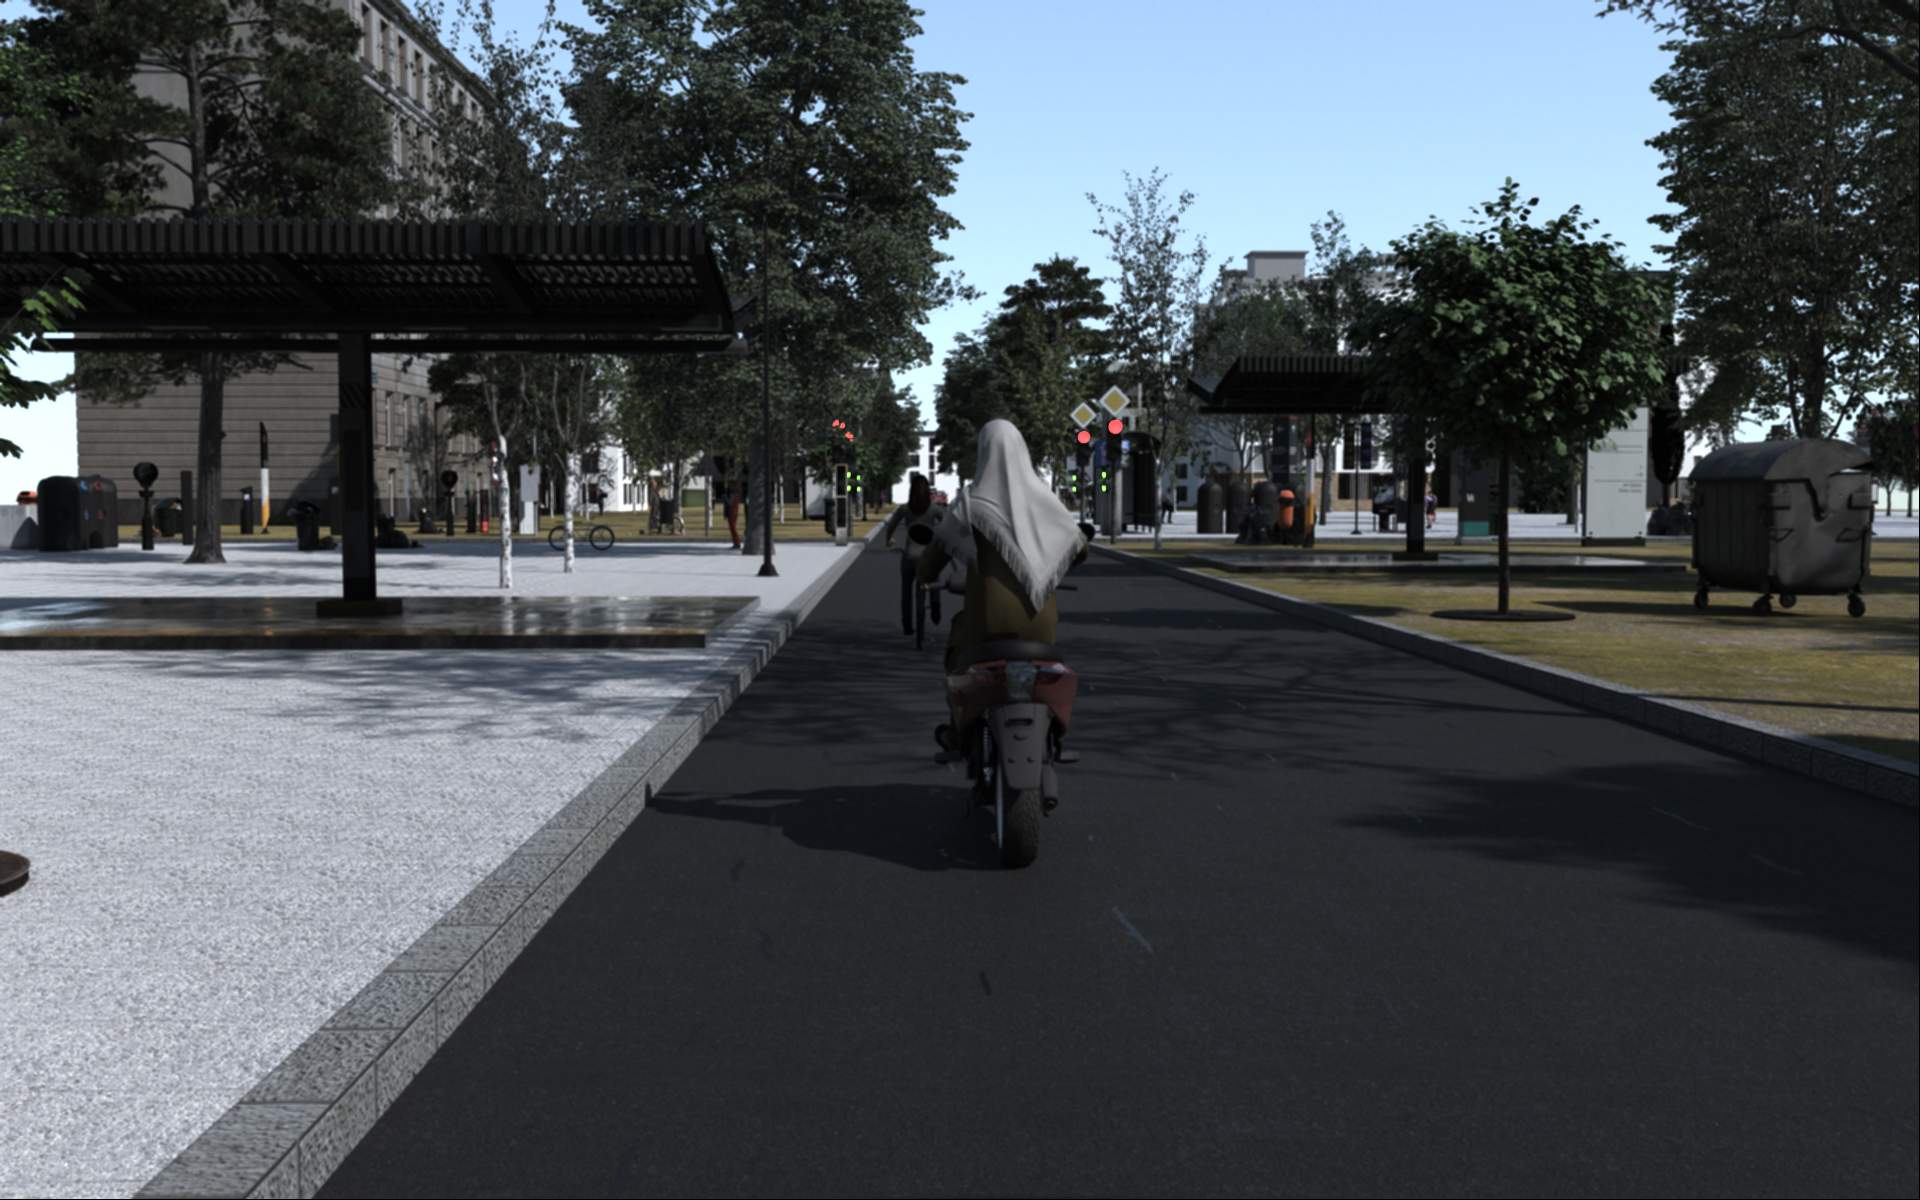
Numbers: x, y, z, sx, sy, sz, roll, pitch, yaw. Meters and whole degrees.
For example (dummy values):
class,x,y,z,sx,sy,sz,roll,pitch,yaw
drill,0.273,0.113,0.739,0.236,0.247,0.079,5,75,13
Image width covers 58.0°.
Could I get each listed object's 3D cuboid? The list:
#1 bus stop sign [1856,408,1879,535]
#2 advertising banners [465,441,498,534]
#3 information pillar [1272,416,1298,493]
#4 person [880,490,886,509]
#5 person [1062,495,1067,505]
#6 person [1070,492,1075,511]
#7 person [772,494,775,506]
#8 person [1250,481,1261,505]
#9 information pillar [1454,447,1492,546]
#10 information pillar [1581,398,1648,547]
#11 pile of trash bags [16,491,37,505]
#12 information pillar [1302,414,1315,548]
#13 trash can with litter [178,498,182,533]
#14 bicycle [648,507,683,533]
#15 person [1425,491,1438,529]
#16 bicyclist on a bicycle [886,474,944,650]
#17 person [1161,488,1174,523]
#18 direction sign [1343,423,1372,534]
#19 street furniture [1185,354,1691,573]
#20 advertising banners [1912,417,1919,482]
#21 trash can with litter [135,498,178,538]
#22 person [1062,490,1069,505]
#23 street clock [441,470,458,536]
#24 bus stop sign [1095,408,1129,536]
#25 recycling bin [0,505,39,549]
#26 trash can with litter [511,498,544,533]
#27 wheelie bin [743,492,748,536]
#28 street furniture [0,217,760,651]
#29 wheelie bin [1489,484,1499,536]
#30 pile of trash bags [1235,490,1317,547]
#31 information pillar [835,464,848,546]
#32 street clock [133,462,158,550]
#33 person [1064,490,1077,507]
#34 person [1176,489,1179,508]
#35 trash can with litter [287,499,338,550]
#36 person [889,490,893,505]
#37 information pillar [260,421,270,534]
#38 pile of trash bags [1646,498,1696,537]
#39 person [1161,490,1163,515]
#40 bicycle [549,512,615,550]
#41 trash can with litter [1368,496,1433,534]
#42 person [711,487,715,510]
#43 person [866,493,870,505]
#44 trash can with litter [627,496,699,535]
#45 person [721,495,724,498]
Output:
class,x,y,z,sx,sy,sz,roll,pitch,yaw
bus stop sign,28.282,-3.996,54.044,0.416,3.939,0.855,-1,4,-16
advertising banners,-15.638,-3.709,56.826,0.090,3.025,2.074,1,4,17
information pillar,10.888,-4.204,58.108,0.750,3.857,0.750,3,4,37
person,-6.845,-8.833,151.138,0.721,1.739,1.217,-3,4,-36
person,12.950,-12.309,209.889,1.348,1.807,0.705,-2,4,-31
person,8.533,-7.480,131.581,0.421,1.427,0.697,0,4,5
person,-19.573,-10.574,182.110,0.799,1.438,0.628,3,5,44
person,10.216,-3.198,59.154,0.655,1.722,0.431,0,4,4
information pillar,12.825,-3.291,43.188,0.750,3.857,0.750,0,4,3
information pillar,15.940,-3.109,42.142,1.656,3.620,0.184,-1,4,-13
pile of trash bags,-29.988,-2.658,53.212,3.447,1.369,1.912,0,4,2
information pillar,8.287,-3.039,41.044,0.183,3.616,0.504,0,4,-5
trash can with litter,-25.421,-2.738,56.159,0.624,1.170,1.055,-1,4,-9
bicycle,-9.388,-2.575,55.327,1.543,0.972,0.635,2,4,33
person,17.320,-3.370,64.369,0.697,1.427,0.421,1,4,11
bicyclist on a bicycle,-0.378,-0.388,16.369,1.499,1.676,1.625,0,4,0
person,9.153,-4.169,76.410,0.590,1.554,0.614,1,4,16
direction sign,12.620,-3.856,55.047,0.876,3.537,0.379,2,4,26
street furniture,8.100,-2.362,30.730,7.346,3.524,5.398,0,4,-2
advertising banners,22.446,-2.607,38.806,2.074,3.025,0.090,2,4,29
trash can with litter,-24.722,-2.554,53.141,1.055,1.170,0.624,-3,4,-36
person,12.653,-12.081,204.274,1.217,1.736,0.721,0,3,0
street clock,-15.492,-2.936,52.579,0.471,2.002,0.358,-2,4,-31
bus stop sign,4.640,-3.907,52.902,0.837,3.901,0.837,2,4,23
recycling bin,-21.981,-1.712,40.549,0.722,1.027,0.722,0,3,0
trash can with litter,-14.355,-2.814,57.402,0.624,1.170,1.055,3,5,43
wheelie bin,-6.119,-2.706,52.157,0.693,1.594,0.980,1,4,10
street furniture,-5.867,-1.513,16.844,7.346,3.524,5.398,0,4,-2
wheelie bin,16.266,-2.757,52.992,0.980,1.594,0.693,-1,4,-9
pile of trash bags,7.968,-2.053,43.312,1.912,1.369,3.447,0,4,3
information pillar,-2.922,-2.337,42.698,0.304,2.012,0.304,0,4,-3
street clock,-18.552,-2.137,39.512,0.358,2.002,0.471,3,5,40
person,11.087,-10.350,176.086,1.217,1.723,0.721,0,4,-2
person,19.356,-9.028,154.386,0.721,1.736,1.217,0,4,-1
trash can with litter,-14.787,-1.726,39.606,0.624,1.170,1.055,1,4,21
person,-7.943,-11.793,199.582,0.721,1.735,1.217,-2,4,-24
information pillar,-22.522,-3.960,56.098,0.183,3.616,0.504,0,4,-5
pile of trash bags,22.943,-2.643,52.968,3.447,1.369,1.912,0,4,1
person,9.710,-4.557,83.248,0.600,1.496,0.574,1,4,12
bicycle,-8.597,-1.607,39.496,1.543,0.972,0.635,0,4,-7
trash can with litter,14.349,-2.806,56.941,1.678,1.210,2.233,-2,4,-26
person,-19.655,-8.040,137.593,0.705,1.812,1.348,-1,4,-18
person,-10.499,-11.717,200.869,1.065,1.426,0.557,2,4,32
trash can with litter,-9.462,-2.654,54.446,2.233,1.210,1.678,2,4,31
person,-23.460,-10.272,174.703,1.217,1.736,0.721,-1,4,-18
